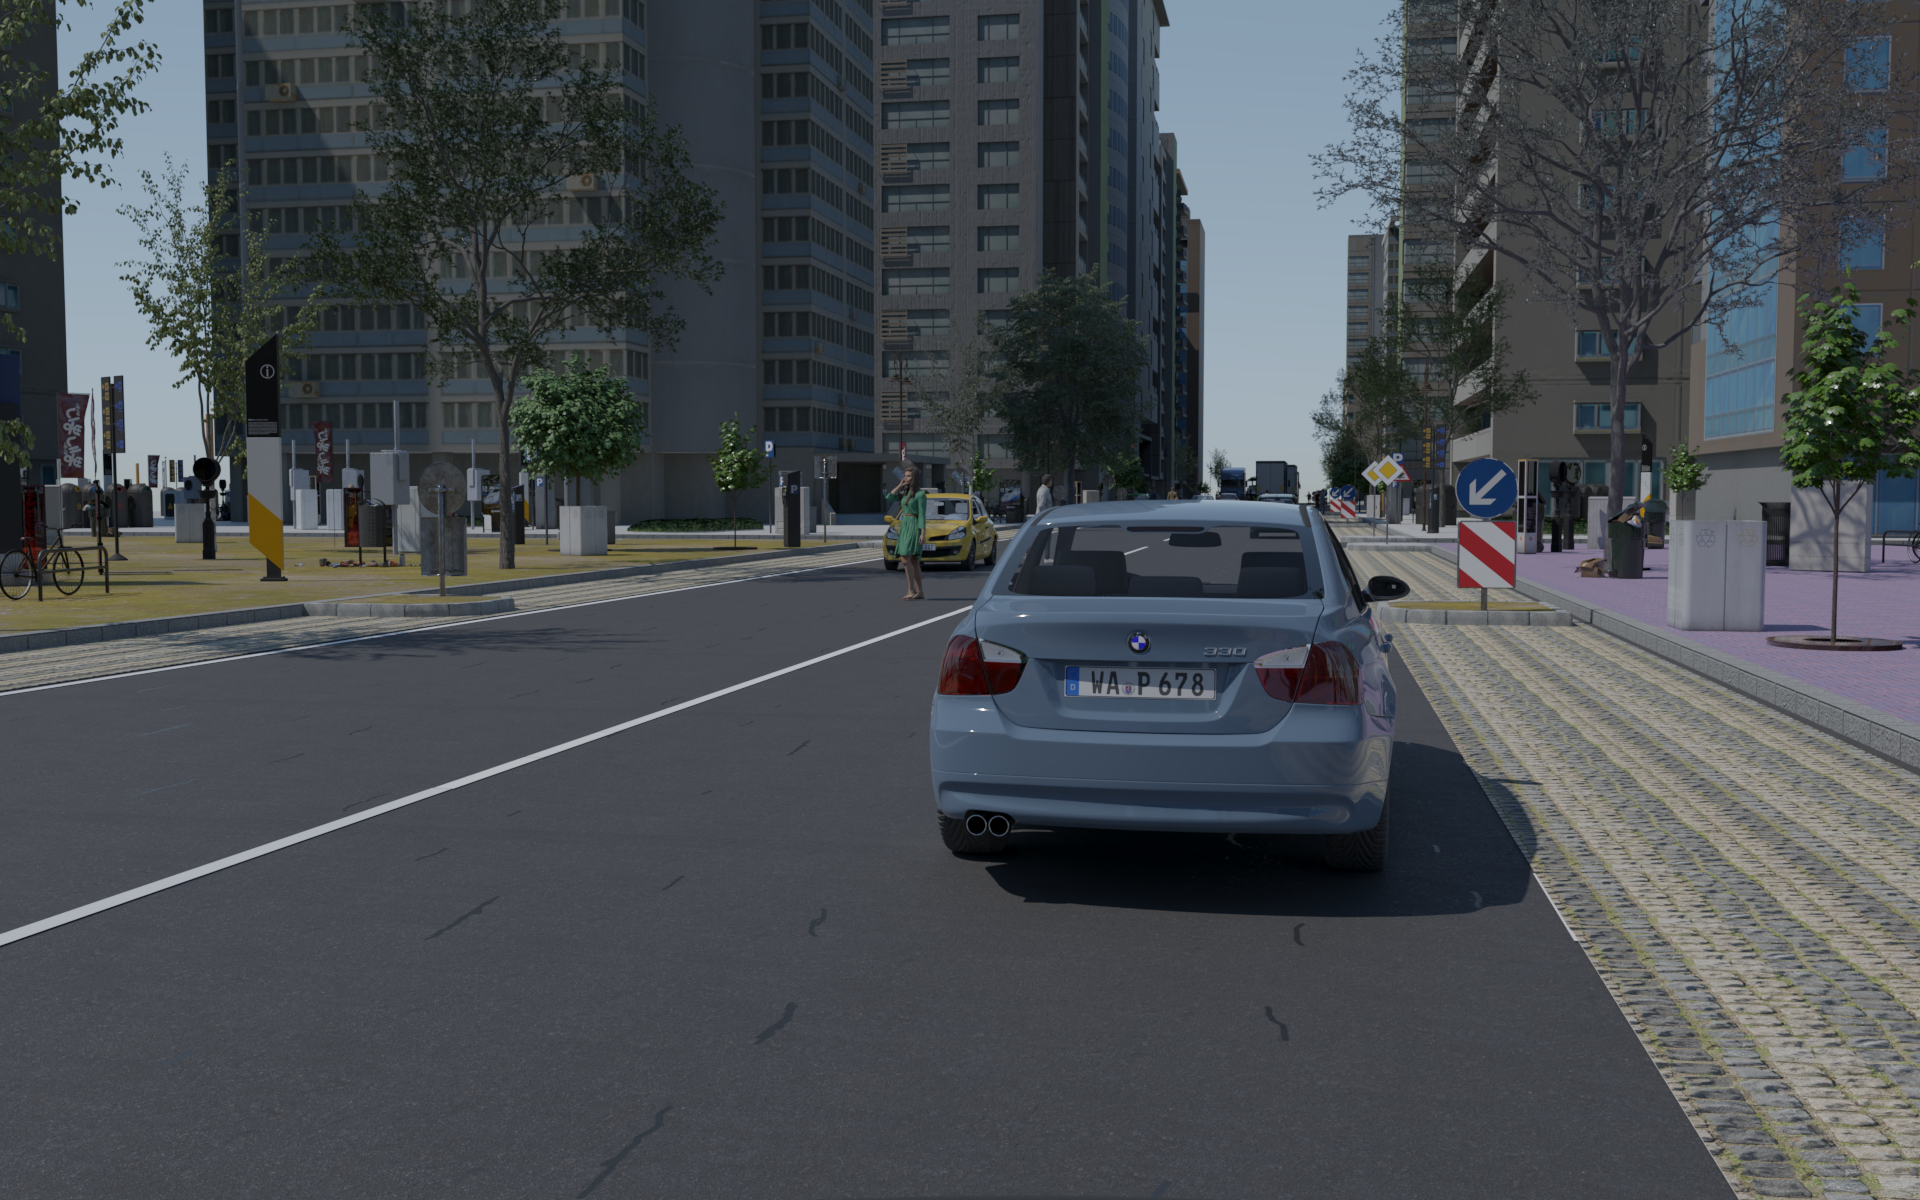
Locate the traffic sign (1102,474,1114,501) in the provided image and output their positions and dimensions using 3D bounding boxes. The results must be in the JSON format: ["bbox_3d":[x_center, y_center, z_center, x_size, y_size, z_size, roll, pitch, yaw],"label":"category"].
[{"bbox_3d":[9.532,-6.803,111.339,0.768,2.556,0.104,1,4,12],"label":"traffic sign"}]

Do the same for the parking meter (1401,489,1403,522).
[{"bbox_3d":[20.539,-4.442,81.044,0.372,1.533,0.369,0,3,0],"label":"parking meter"}]

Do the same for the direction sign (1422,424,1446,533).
[{"bbox_3d":[15.415,-3.940,56.415,0.379,3.537,0.876,-3,5,-40],"label":"direction sign"}]

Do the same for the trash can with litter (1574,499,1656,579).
[{"bbox_3d":[9.932,-0.920,26.430,1.055,1.170,0.624,3,5,39],"label":"trash can with litter"}]

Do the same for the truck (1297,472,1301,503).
[{"bbox_3d":[42.256,-14.271,222.250,2.839,4.237,11.283,1,4,12],"label":"truck"}]

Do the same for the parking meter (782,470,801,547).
[{"bbox_3d":[-4.063,-2.204,41.746,0.399,1.863,0.255,-2,4,-31],"label":"parking meter"}]

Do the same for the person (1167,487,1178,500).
[{"bbox_3d":[12.491,-5.679,101.268,0.656,1.842,0.836,-1,4,-22],"label":"person"}]

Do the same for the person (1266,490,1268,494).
[{"bbox_3d":[23.592,-7.558,132.788,1.217,1.736,0.721,3,5,44],"label":"person"}]

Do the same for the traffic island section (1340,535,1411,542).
[{"bbox_3d":[12.475,-1.824,52.111,2.009,0.180,2.903,1,4,11],"label":"traffic island section"}]

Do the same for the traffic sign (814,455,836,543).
[{"bbox_3d":[-3.544,-2.651,45.475,0.606,2.300,0.079,1,4,15],"label":"traffic sign"}]

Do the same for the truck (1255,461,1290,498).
[{"bbox_3d":[27.214,-9.906,150.880,2.839,4.237,11.283,1,4,12],"label":"truck"}]

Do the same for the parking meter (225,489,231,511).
[{"bbox_3d":[-39.673,-5.232,93.956,0.372,1.533,0.369,0,3,0],"label":"parking meter"}]

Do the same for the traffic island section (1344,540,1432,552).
[{"bbox_3d":[10.935,-1.345,44.275,2.009,0.180,2.903,1,4,11],"label":"traffic island section"}]

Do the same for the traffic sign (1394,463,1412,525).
[{"bbox_3d":[18.426,-4.428,72.404,0.884,2.594,0.081,1,4,12],"label":"traffic sign"}]

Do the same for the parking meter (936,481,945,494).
[{"bbox_3d":[-0.896,-4.468,78.766,0.399,1.863,0.255,1,4,18],"label":"parking meter"}]

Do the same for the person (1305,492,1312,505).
[{"bbox_3d":[44.363,-12.947,220.712,0.750,1.759,0.617,-3,4,-36],"label":"person"}]

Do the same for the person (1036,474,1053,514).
[{"bbox_3d":[1.671,-1.696,36.068,0.795,1.843,0.661,0,4,3],"label":"person"}]

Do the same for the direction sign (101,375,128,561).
[{"bbox_3d":[-16.264,-2.528,33.324,0.876,3.537,0.379,3,5,39],"label":"direction sign"}]

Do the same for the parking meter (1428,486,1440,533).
[{"bbox_3d":[15.663,-2.988,57.266,0.372,1.533,0.369,0,3,0],"label":"parking meter"}]

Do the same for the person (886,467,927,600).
[{"bbox_3d":[-0.632,-0.896,23.395,0.600,1.795,0.529,3,5,39],"label":"person"}]

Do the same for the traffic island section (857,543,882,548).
[{"bbox_3d":[-1.469,-1.494,46.708,2.009,0.180,2.903,1,4,11],"label":"traffic island section"}]

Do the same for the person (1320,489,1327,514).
[{"bbox_3d":[26.095,-7.070,124.289,0.583,1.804,0.606,1,4,19],"label":"person"}]

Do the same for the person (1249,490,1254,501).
[{"bbox_3d":[26.030,-8.954,154.902,0.705,1.822,1.348,1,4,21],"label":"person"}]

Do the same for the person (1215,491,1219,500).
[{"bbox_3d":[32.786,-12.978,220.693,0.705,1.824,1.348,-1,4,-16],"label":"person"}]

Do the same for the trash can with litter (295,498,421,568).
[{"bbox_3d":[-10.720,-1.206,30.776,2.233,1.210,1.678,1,4,16],"label":"trash can with litter"}]

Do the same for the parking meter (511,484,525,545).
[{"bbox_3d":[-11.270,-2.181,44.072,0.372,1.533,0.369,0,3,0],"label":"parking meter"}]

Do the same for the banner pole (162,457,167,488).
[{"bbox_3d":[-53.109,-7.686,115.690,0.863,3.779,0.401,3,5,44],"label":"banner pole"}]

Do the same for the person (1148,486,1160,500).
[{"bbox_3d":[9.656,-4.832,87.493,0.794,1.824,0.713,-2,4,-27],"label":"person"}]

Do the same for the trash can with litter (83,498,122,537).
[{"bbox_3d":[-25.607,-2.470,51.773,0.624,1.170,1.055,1,4,11],"label":"trash can with litter"}]

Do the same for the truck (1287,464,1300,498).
[{"bbox_3d":[31.724,-11.054,169.639,2.839,4.237,11.283,1,4,12],"label":"truck"}]

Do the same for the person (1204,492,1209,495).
[{"bbox_3d":[28.583,-11.711,200.782,0.742,1.727,0.445,2,4,27],"label":"person"}]

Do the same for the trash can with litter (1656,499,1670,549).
[{"bbox_3d":[16.462,-1.803,40.860,0.624,1.170,1.055,1,4,17],"label":"trash can with litter"}]

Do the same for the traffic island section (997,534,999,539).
[{"bbox_3d":[0.071,-1.973,54.544,2.009,0.180,2.903,1,4,11],"label":"traffic island section"}]

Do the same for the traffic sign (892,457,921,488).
[{"bbox_3d":[-1.445,-2.630,46.642,0.795,2.450,0.064,1,4,11],"label":"traffic sign"}]

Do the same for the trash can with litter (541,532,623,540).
[{"bbox_3d":[-10.471,-2.286,48.427,2.233,1.210,1.678,2,4,28],"label":"trash can with litter"}]

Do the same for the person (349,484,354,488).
[{"bbox_3d":[-18.470,-2.689,53.130,0.598,1.740,0.731,0,4,-3],"label":"person"}]

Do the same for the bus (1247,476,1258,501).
[{"bbox_3d":[41.960,-15.435,243.906,2.896,3.916,12.252,1,4,13],"label":"bus"}]

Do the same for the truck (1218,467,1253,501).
[{"bbox_3d":[28.966,-11.689,180.876,2.967,4.110,18.799,1,4,12],"label":"truck"}]

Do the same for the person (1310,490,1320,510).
[{"bbox_3d":[26.443,-7.311,128.554,1.217,1.766,0.721,-2,4,-30],"label":"person"}]

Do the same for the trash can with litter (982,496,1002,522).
[{"bbox_3d":[1.086,-4.231,80.231,1.678,1.210,2.233,-2,4,-34],"label":"trash can with litter"}]

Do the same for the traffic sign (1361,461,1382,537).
[{"bbox_3d":[12.450,-2.960,52.038,0.795,2.450,0.064,1,4,11],"label":"traffic sign"}]

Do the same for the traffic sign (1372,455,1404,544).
[{"bbox_3d":[10.910,-2.481,44.202,0.795,2.450,0.064,1,4,11],"label":"traffic sign"}]

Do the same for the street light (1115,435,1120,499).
[{"bbox_3d":[10.785,-8.961,119.303,0.468,5.910,1.993,1,4,11],"label":"street light"}]

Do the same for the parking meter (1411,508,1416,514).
[{"bbox_3d":[29.007,-6.409,110.504,0.255,1.863,0.399,3,5,45],"label":"parking meter"}]

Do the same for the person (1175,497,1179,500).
[{"bbox_3d":[8.347,-3.298,66.695,0.640,1.303,0.475,3,5,44],"label":"person"}]

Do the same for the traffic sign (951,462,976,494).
[{"bbox_3d":[0.095,-3.109,54.478,0.795,2.450,0.064,1,4,11],"label":"traffic sign"}]

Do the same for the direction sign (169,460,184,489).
[{"bbox_3d":[-51.697,-7.481,114.316,0.876,3.537,0.379,0,4,-6],"label":"direction sign"}]
